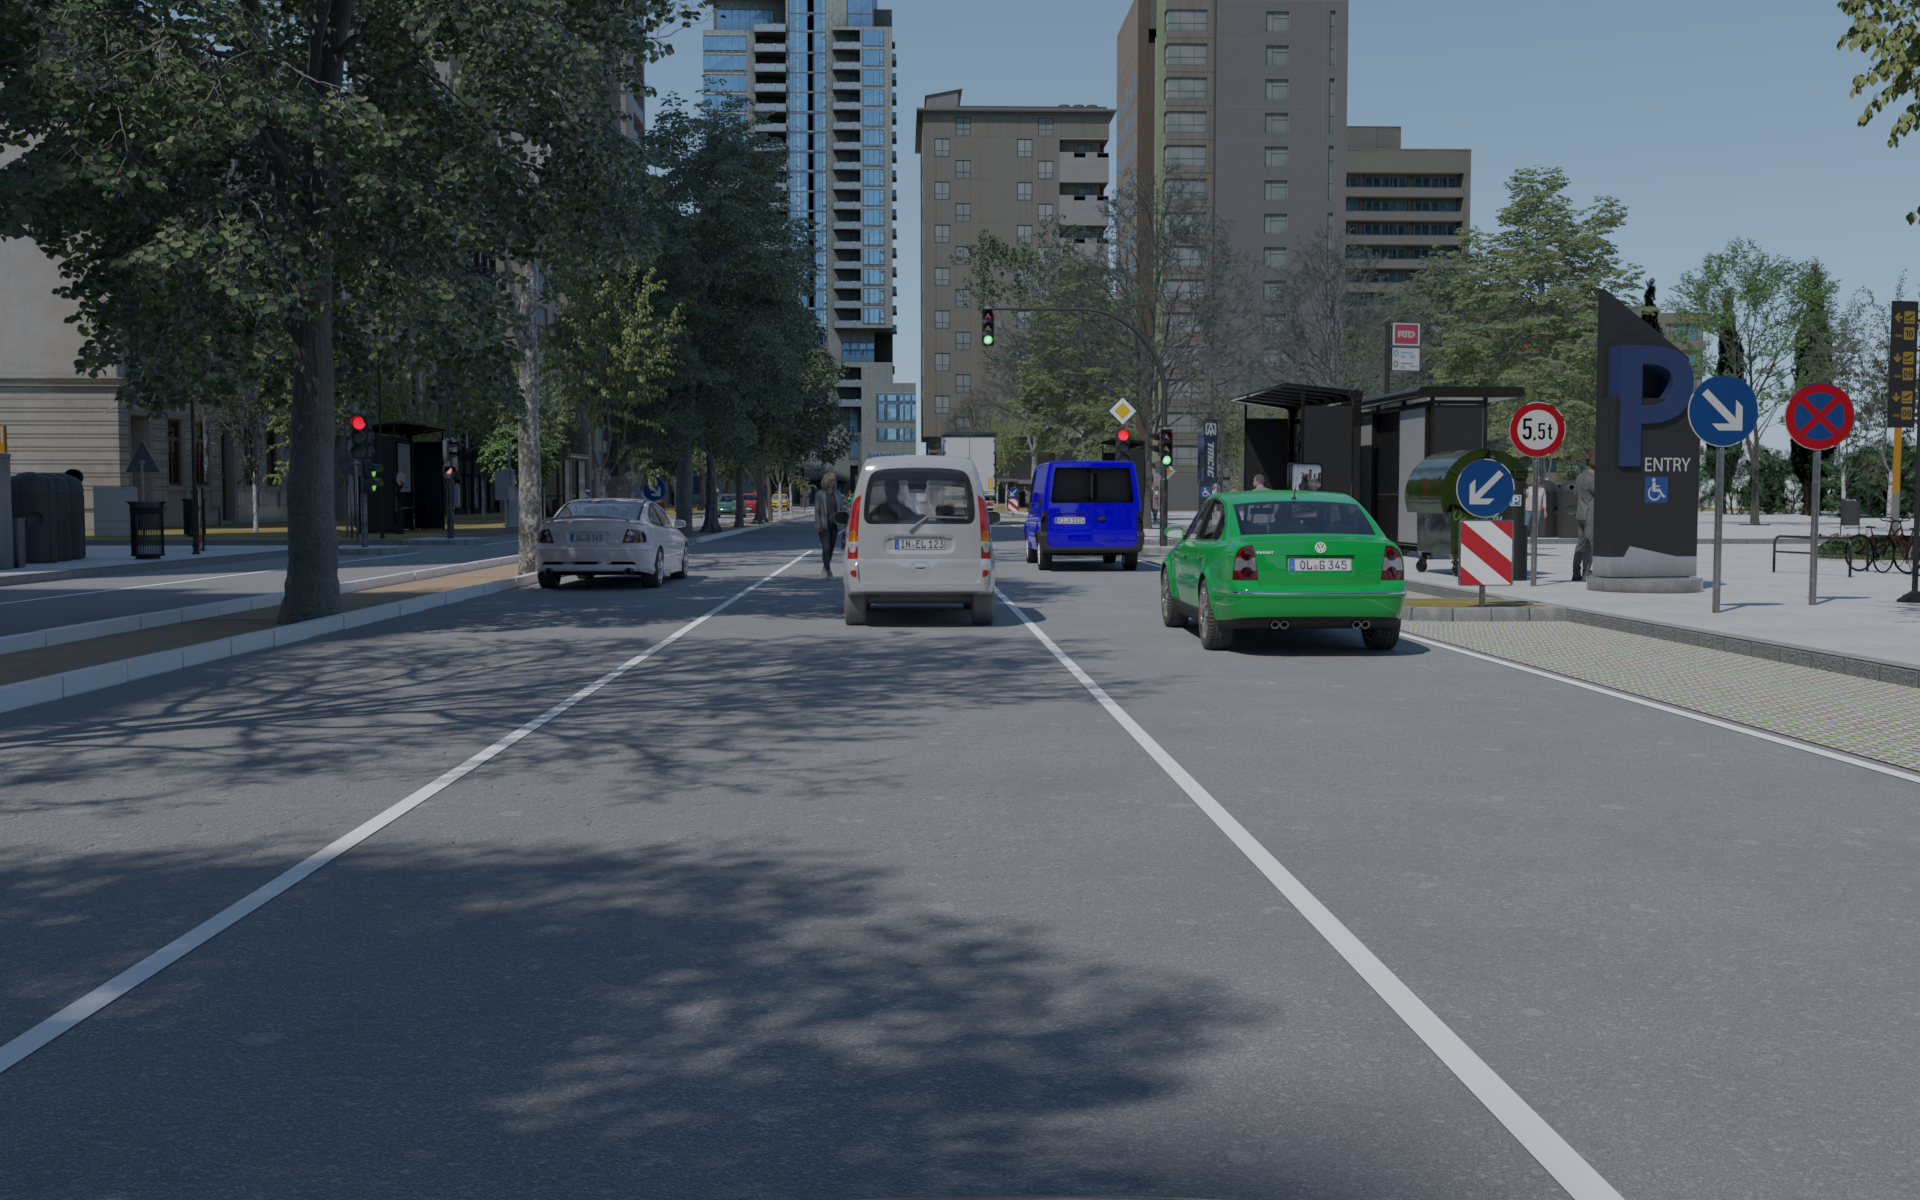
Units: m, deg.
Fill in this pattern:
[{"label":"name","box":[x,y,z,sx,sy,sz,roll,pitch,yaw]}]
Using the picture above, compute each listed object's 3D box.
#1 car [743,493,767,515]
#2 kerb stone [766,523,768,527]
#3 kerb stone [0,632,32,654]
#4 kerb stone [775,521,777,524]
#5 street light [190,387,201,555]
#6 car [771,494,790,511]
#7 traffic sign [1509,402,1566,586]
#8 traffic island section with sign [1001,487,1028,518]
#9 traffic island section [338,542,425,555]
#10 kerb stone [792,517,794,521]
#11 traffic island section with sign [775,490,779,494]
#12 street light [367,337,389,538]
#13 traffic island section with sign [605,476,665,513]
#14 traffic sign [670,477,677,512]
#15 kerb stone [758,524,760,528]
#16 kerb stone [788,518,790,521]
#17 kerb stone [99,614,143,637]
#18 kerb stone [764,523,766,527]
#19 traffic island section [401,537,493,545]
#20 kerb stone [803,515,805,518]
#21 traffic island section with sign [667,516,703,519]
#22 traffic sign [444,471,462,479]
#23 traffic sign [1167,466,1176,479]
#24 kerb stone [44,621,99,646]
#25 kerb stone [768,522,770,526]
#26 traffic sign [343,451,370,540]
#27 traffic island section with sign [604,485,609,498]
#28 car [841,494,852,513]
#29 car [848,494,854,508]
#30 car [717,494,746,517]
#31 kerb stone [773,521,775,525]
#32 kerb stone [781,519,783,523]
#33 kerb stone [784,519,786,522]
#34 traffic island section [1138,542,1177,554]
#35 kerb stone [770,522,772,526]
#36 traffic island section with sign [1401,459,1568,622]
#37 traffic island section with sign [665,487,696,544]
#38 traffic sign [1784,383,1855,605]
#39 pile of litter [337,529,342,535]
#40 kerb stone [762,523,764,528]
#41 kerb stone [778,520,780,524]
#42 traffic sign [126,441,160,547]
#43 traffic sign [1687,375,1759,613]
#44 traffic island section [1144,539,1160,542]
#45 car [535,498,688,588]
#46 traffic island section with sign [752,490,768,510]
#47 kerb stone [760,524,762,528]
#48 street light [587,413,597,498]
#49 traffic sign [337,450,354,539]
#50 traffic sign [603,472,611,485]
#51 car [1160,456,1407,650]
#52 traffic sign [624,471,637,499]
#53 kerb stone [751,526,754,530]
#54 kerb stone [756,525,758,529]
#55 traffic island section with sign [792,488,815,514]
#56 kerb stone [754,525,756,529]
[{"label":"car","box":[-13.675,-6.368,113.161,2.155,1.783,4.494,0,4,-1]},{"label":"kerb stone","box":[-8.485,-3.215,74.756,0.120,0.150,1.000,0,4,-2]},{"label":"kerb stone","box":[-8.588,0.405,15.677,0.120,0.150,1.000,0,4,-2]},{"label":"kerb stone","box":[-8.661,-3.527,79.869,0.120,0.150,1.000,0,4,-2]},{"label":"street light","box":[-16.245,-3.906,36.653,0.468,5.910,1.993,0,4,-2]},{"label":"car","box":[-15.414,-8.445,148.296,2.015,1.641,3.980,0,4,-3]},{"label":"traffic sign","box":[7.981,-1.463,24.024,0.768,2.556,0.104,0,4,4]},{"label":"traffic island section with sign","box":[2.994,-5.731,102.334,1.989,1.847,2.006,0,4,-2]},{"label":"traffic island section","box":[-14.418,-1.200,41.908,2.009,0.180,2.903,0,4,-2]},{"label":"kerb stone","box":[-9.082,-4.278,92.138,0.120,0.150,1.000,0,4,-2]},{"label":"traffic island section with sign","box":[-18.720,-10.395,178.584,1.989,1.847,2.006,0,4,-2]},{"label":"street light","box":[-16.711,-4.718,49.930,0.468,5.910,1.993,0,4,-2]},{"label":"traffic island section with sign","box":[-8.440,-2.092,42.344,2.006,1.907,1.989,0,4,-2]},{"label":"traffic sign","box":[-20.322,-7.550,123.550,0.768,2.556,0.104,0,4,4]},{"label":"kerb stone","box":[-8.352,-2.964,70.654,0.120,0.150,1.000,0,4,-2]},{"label":"kerb stone","box":[-8.977,-4.090,89.068,0.120,0.150,1.000,0,4,-2]},{"label":"kerb stone","box":[-8.668,0.274,17.722,0.120,0.150,1.000,0,4,-2]},{"label":"kerb stone","box":[-8.458,-3.152,73.734,0.120,0.150,1.000,0,4,-2]},{"label":"traffic island section","box":[-14.688,-1.689,49.889,2.009,0.180,2.903,0,4,-2]},{"label":"kerb stone","box":[-9.428,-4.896,102.389,0.120,0.150,1.000,0,4,-2]},{"label":"traffic island section with sign","box":[-16.125,-5.685,101.582,1.989,1.847,2.006,0,4,-2]},{"label":"traffic sign","box":[-18.423,-3.823,62.507,0.884,2.594,0.081,0,4,2]},{"label":"traffic sign","box":[8.352,-4.295,69.955,0.795,2.593,0.064,0,3,0]},{"label":"kerb stone","box":[-8.621,0.336,16.701,0.120,0.150,1.000,0,4,-2]},{"label":"kerb stone","box":[-8.523,-3.277,75.778,0.120,0.150,1.000,0,4,-2]},{"label":"traffic sign","box":[-16.960,-2.972,48.701,0.768,2.556,0.104,0,4,-1]},{"label":"traffic island section with sign","box":[-15.209,-4.038,74.642,1.989,1.847,2.006,0,4,-2]},{"label":"car","box":[-7.625,-5.718,105.292,2.131,1.459,4.920,0,4,-3]},{"label":"car","box":[-10.593,-10.336,177.786,1.959,1.807,4.718,0,4,-2]},{"label":"car","box":[-13.982,-5.694,104.890,2.131,1.459,4.920,0,4,-3]},{"label":"kerb stone","box":[-8.634,-3.455,78.848,0.120,0.150,1.000,0,4,-2]},{"label":"kerb stone","box":[-8.802,-3.776,83.960,0.120,0.150,1.000,0,4,-2]},{"label":"kerb stone","box":[-8.869,-3.901,86.003,0.120,0.150,1.000,0,4,-2]},{"label":"traffic island section","box":[5.013,-1.240,42.559,2.009,0.180,2.903,0,4,-2]},{"label":"kerb stone","box":[-8.559,-3.338,76.804,0.120,0.150,1.000,0,4,-2]},{"label":"traffic island section with sign","box":[5.782,-0.712,20.271,1.989,1.847,2.006,0,4,-2]},{"label":"traffic island section with sign","box":[-8.681,-2.545,49.747,2.006,1.907,1.989,0,4,-2]},{"label":"traffic sign","box":[9.849,-1.213,19.934,0.768,2.556,0.104,0,4,7]},{"label":"pile of litter","box":[-20.097,-2.488,54.640,1.176,0.858,1.719,0,4,-2]},{"label":"kerb stone","box":[-8.421,-3.090,72.709,0.120,0.150,1.000,0,4,-2]},{"label":"kerb stone","box":[-8.737,-3.653,81.916,0.120,0.150,1.000,0,4,-2]},{"label":"traffic sign","box":[-19.910,-2.582,42.211,0.884,2.594,0.081,0,4,7]},{"label":"traffic sign","box":[8.169,-1.133,18.635,0.768,2.556,0.104,0,4,-1]},{"label":"traffic island section","box":[4.742,-1.728,50.540,2.009,0.180,2.903,0,4,-2]},{"label":"car","box":[-5.525,-0.947,27.837,2.083,1.381,4.827,0,4,-1]},{"label":"traffic island section with sign","box":[-17.824,-8.747,151.644,1.989,1.847,2.006,0,4,-2]},{"label":"kerb stone","box":[-8.393,-3.026,71.679,0.120,0.150,1.000,0,4,-2]},{"label":"street light","box":[-17.938,-6.860,84.952,0.468,5.910,1.993,0,4,-2]},{"label":"traffic sign","box":[-17.487,-3.036,49.739,0.768,2.556,0.104,0,4,-1]},{"label":"traffic sign","box":[-20.948,-6.242,102.162,0.768,2.556,0.104,0,4,-1]},{"label":"car","box":[3.098,-0.519,17.287,1.959,1.807,4.718,0,4,-1]},{"label":"traffic sign","box":[-18.255,-5.865,95.990,0.768,2.556,0.104,0,4,2]},{"label":"kerb stone","box":[-8.248,-2.770,67.554,0.120,0.150,1.000,0,4,-2]},{"label":"kerb stone","box":[-8.321,-2.900,69.615,0.120,0.150,1.000,0,4,-2]},{"label":"traffic island section with sign","box":[-11.236,-7.138,124.842,2.006,1.907,1.989,0,4,-2]},{"label":"kerb stone","box":[-8.279,-2.837,68.576,0.120,0.150,1.000,0,4,-2]}]
